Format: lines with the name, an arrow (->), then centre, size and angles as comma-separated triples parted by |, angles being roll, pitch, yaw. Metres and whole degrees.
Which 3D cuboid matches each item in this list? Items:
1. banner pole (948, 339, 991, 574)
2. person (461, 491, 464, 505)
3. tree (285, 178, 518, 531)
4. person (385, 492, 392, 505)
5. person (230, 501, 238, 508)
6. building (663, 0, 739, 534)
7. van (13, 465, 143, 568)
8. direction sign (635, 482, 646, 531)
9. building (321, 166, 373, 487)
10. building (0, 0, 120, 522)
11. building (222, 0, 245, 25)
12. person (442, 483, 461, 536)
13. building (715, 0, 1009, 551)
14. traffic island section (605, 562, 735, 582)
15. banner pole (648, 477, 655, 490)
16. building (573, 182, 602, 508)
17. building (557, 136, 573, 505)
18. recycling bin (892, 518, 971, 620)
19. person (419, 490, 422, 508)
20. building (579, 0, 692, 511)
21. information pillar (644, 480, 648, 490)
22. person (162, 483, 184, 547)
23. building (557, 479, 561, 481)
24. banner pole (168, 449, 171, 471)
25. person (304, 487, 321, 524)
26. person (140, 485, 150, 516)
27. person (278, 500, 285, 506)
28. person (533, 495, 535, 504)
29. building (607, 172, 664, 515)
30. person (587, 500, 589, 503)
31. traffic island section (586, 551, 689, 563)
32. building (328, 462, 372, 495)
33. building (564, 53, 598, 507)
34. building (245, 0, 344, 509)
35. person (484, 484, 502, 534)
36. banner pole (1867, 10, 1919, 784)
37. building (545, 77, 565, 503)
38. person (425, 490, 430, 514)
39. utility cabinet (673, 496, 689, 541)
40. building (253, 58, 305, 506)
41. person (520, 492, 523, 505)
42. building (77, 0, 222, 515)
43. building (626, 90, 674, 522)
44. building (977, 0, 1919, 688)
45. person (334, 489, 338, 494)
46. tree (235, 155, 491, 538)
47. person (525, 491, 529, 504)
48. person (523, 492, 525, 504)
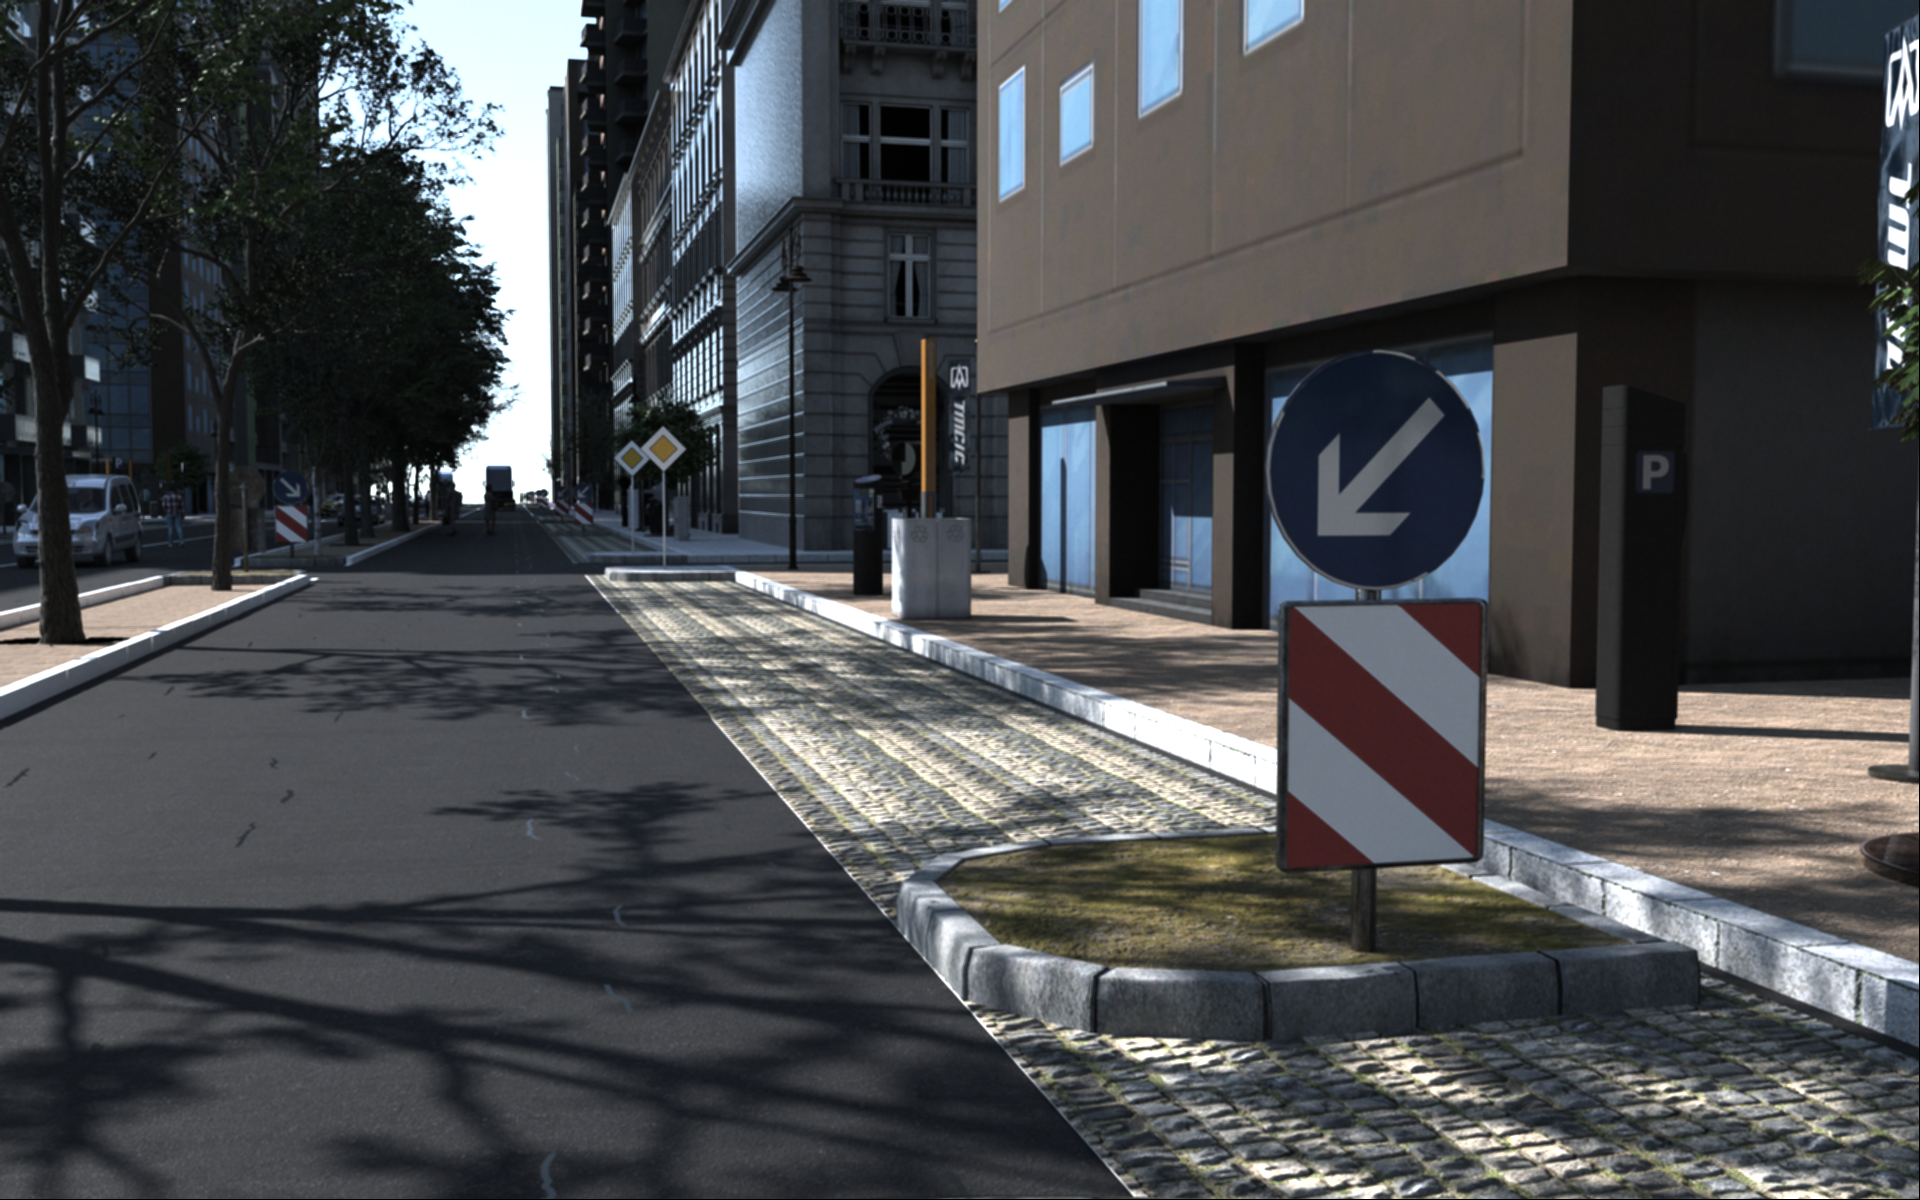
banner pole -> 0.116, -2.334, 28.176 | 0.863, 3.779, 0.401 | 3, 5, 39
person -> -62.725, -12.809, 218.005 | 0.705, 1.814, 1.350 | 0, 3, 0
tree -> -21.379, -9.582, 65.783 | 9.857, 13.997, 8.962 | 0, 3, 0
person -> -75.738, -13.484, 229.677 | 0.721, 1.735, 1.217 | 2, 4, 25
person -> -41.230, -5.460, 98.358 | 0.593, 1.750, 0.643 | 0, 4, -7
building -> -5.368, -13.206, 65.064 | 9.793, 20.994, 18.267 | -1, 4, -14
van -> -17.894, -1.725, 35.220 | 2.013, 2.044, 4.112 | -1, 4, -14
direction sign -> -11.025, -4.141, 59.699 | 0.379, 3.537, 0.876 | -1, 4, -12
building -> -89.462, -36.066, 239.786 | 14.600, 45.320, 14.200 | -1, 4, -14
building -> -53.070, -28.013, 77.624 | 23.786, 49.044, 30.456 | -1, 4, -14
building -> -58.839, -26.888, 123.212 | 14.154, 41.232, 14.086 | -1, 4, -14
person -> -17.434, -3.105, 59.370 | 0.694, 1.812, 0.767 | 1, 4, 21
building -> 6.214, -12.538, 46.801 | 24.055, 21.916, 13.314 | -1, 4, -14
traffic island section -> -4.988, -0.442, 29.507 | 2.009, 0.180, 2.903 | -1, 4, -14
banner pole -> -11.944, -4.708, 66.988 | 0.401, 3.779, 0.863 | 1, 4, 16
building -> -29.310, -23.992, 163.973 | 14.160, 30.474, 14.107 | -1, 4, -14
building -> -39.681, -31.734, 202.448 | 14.154, 41.232, 14.086 | -1, 4, -14
recycling bin -> -0.302, -0.333, 17.996 | 0.722, 1.027, 0.722 | -1, 4, -12
person -> -56.365, -10.542, 180.866 | 0.705, 1.824, 1.348 | -3, 5, -44
building -> -19.815, -29.911, 143.662 | 22.147, 44.769, 28.867 | -1, 4, -14
information pillar -> -12.964, -4.097, 71.474 | 0.304, 2.012, 0.304 | -1, 4, -21
person -> -21.349, -2.304, 47.008 | 0.563, 1.720, 0.643 | -2, 4, -32
building -> -40.274, -37.028, 225.012 | 23.786, 49.044, 30.456 | -1, 4, -14
banner pole -> -44.210, -6.539, 96.934 | 0.401, 3.779, 0.863 | -1, 4, -20
person -> -31.288, -4.582, 83.761 | 0.721, 1.781, 0.623 | 2, 4, 25
person -> -48.536, -5.932, 103.054 | 0.660, 1.820, 0.620 | 0, 4, 5
person -> -23.001, -2.811, 58.740 | 0.425, 1.301, 0.394 | 1, 4, 10
person -> -55.609, -13.218, 225.400 | 0.721, 1.735, 1.217 | 0, 4, 7
building -> -15.491, -15.546, 103.330 | 9.793, 20.994, 18.267 | -1, 4, -14
person -> -25.430, -6.683, 118.539 | 0.599, 1.433, 0.991 | -3, 5, -44
traffic island section -> -6.983, -0.915, 37.239 | 2.009, 0.180, 2.903 | -1, 4, -14
building -> -89.749, -22.793, 217.700 | 27.650, 21.520, 28.899 | -1, 4, -14
building -> -32.990, -32.237, 177.177 | 14.600, 45.320, 14.200 | -1, 4, -14
building -> -80.176, -46.170, 193.131 | 20.563, 71.187, 20.611 | -1, 4, -14
person -> -16.645, -3.235, 61.754 | 0.716, 1.782, 0.532 | 3, 5, 45
banner pole -> 4.359, -1.097, 7.953 | 0.401, 3.779, 0.863 | 0, 4, 7
building -> -49.298, -43.489, 253.036 | 21.231, 58.520, 28.212 | -1, 4, -14
person -> -36.551, -6.704, 119.051 | 0.436, 1.711, 0.756 | 0, 4, -5
utility cabinet -> -7.679, -2.233, 47.679 | 0.306, 1.237, 1.020 | -1, 4, -17
building -> -67.955, -28.938, 156.728 | 14.154, 41.232, 14.086 | -1, 4, -14
person -> -57.064, -13.224, 225.446 | 0.721, 1.736, 1.217 | -1, 4, -19
building -> -55.396, -28.070, 109.061 | 14.600, 45.320, 14.200 | -1, 4, -14
building -> -9.592, -15.174, 84.244 | 11.583, 22.565, 21.152 | -1, 4, -14
building -> 8.693, -22.510, 18.149 | 14.600, 45.320, 14.200 | -1, 4, -14
person -> -67.386, -11.051, 186.590 | 0.709, 1.838, 0.599 | 0, 4, 8
tree -> -19.190, -8.276, 55.896 | 7.486, 12.596, 7.792 | 0, 3, 0
person -> -57.697, -13.624, 231.113 | 0.709, 1.838, 0.599 | 3, 5, 40
person -> -57.429, -13.398, 228.268 | 0.721, 1.735, 1.217 | -2, 4, -24
